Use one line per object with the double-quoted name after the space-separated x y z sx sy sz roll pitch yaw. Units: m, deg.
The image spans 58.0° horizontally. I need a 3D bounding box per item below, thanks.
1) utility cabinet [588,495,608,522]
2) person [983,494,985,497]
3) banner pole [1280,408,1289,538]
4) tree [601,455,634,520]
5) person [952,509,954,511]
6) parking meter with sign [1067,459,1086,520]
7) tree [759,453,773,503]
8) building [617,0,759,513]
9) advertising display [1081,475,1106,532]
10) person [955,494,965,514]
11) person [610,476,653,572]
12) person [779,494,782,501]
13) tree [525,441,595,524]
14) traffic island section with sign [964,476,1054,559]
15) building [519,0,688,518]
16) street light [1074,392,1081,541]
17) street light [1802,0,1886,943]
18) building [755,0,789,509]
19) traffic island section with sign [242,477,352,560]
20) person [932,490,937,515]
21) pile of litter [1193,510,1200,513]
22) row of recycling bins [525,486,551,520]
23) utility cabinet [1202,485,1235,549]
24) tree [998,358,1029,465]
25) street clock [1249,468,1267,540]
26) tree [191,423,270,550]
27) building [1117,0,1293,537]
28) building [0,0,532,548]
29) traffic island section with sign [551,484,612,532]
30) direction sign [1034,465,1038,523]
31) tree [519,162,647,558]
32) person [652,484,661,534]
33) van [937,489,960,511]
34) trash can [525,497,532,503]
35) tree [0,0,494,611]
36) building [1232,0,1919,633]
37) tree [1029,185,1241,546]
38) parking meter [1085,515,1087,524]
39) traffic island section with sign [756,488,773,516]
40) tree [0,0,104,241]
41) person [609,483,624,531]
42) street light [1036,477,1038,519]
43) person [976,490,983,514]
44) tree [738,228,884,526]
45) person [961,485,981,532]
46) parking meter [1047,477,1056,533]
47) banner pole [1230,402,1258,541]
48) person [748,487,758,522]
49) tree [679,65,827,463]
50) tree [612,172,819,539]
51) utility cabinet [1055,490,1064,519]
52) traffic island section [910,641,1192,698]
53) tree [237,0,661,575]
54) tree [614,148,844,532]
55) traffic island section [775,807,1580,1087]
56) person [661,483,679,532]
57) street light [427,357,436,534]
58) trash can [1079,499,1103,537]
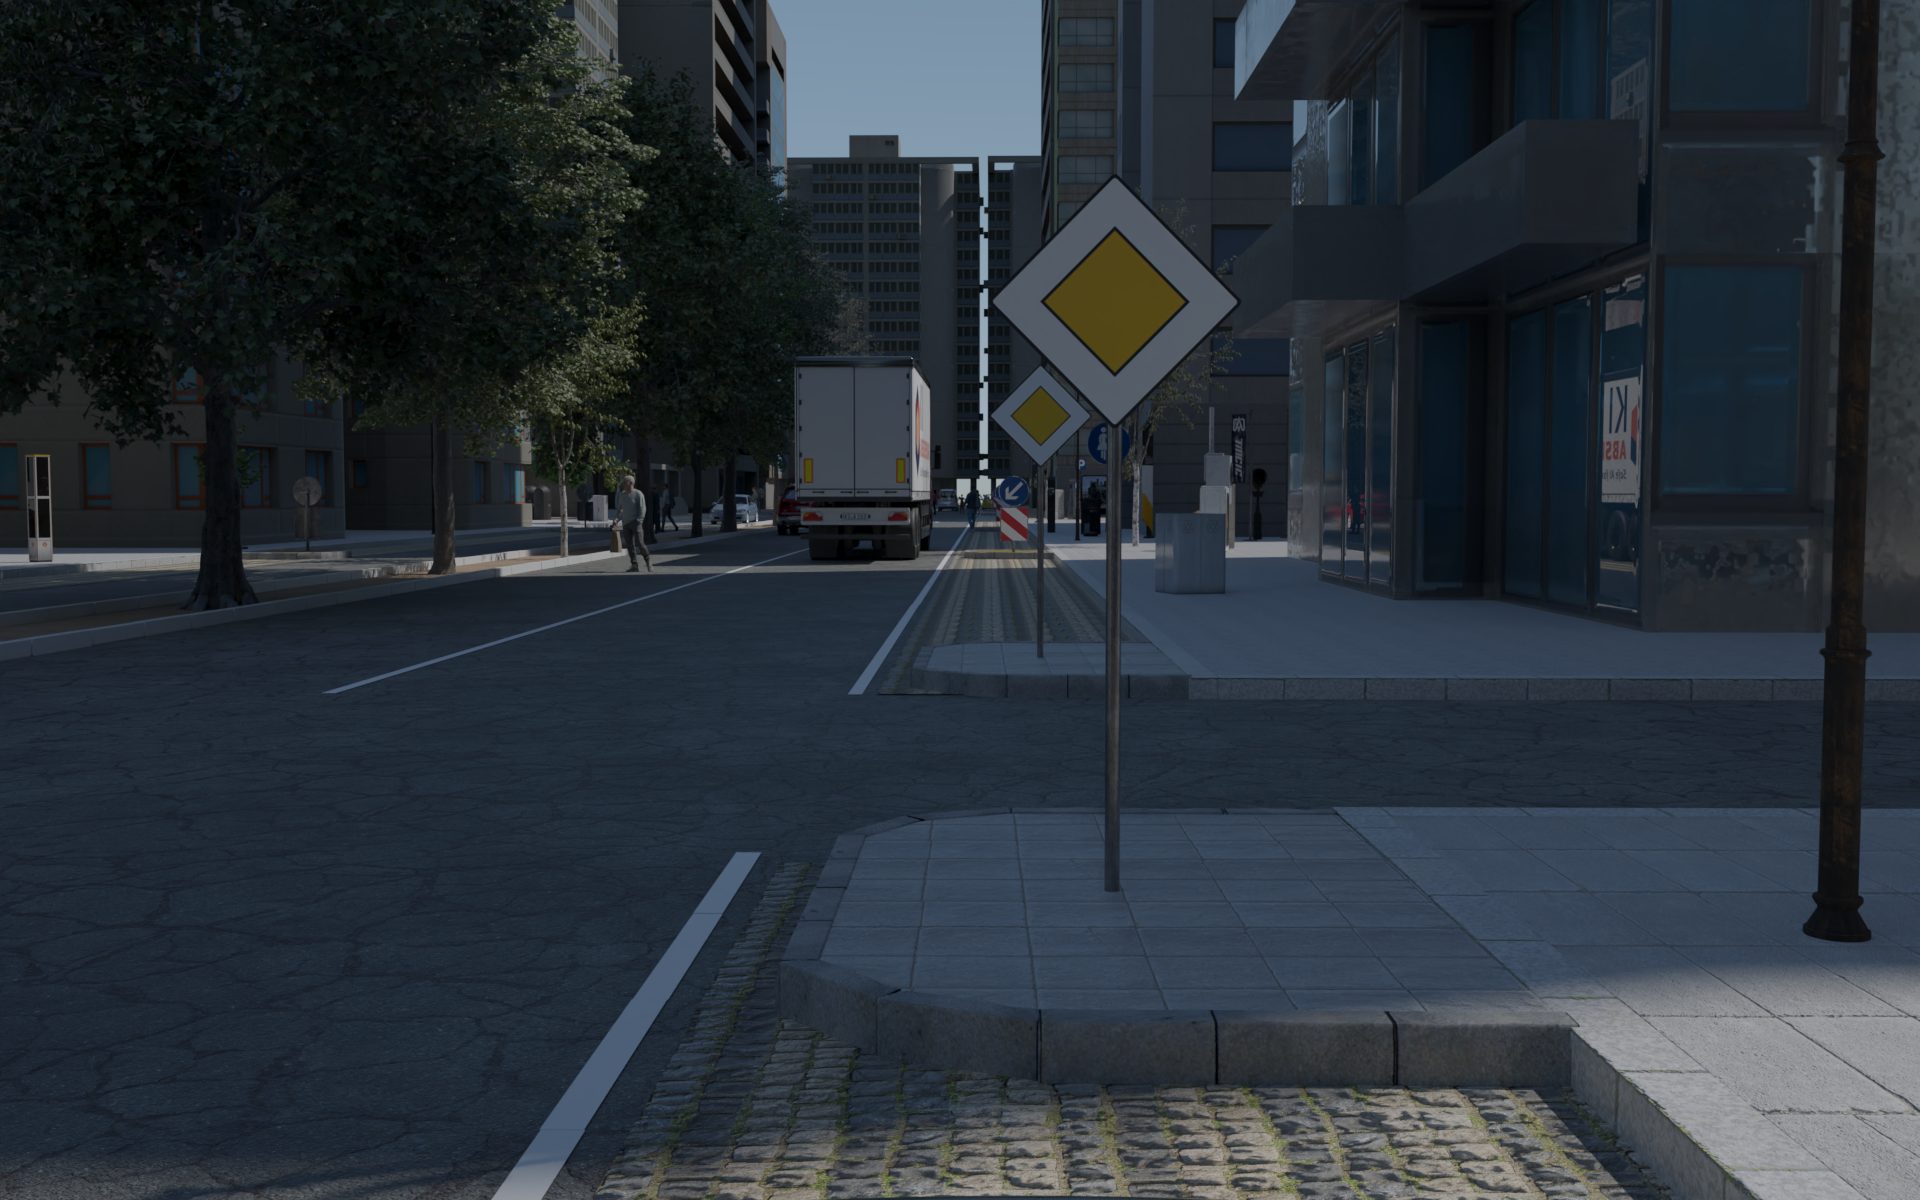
-16.912 -4.264 80.876 1.020 1.237 0.306 2 4 34 "utility cabinet"
2.346 -8.706 154.025 0.799 1.438 0.628 0 4 6 "person"
9.743 -3.684 50.255 0.863 3.779 0.401 1 4 13 "banner pole"
-16.923 -5.556 85.446 1.663 3.219 1.824 0 3 0 "tree"
-0.557 -8.386 148.849 0.421 1.427 0.697 2 4 35 "person"
5.821 -5.564 87.239 0.543 3.016 1.738 -1 4 -14 "parking meter with sign"
-16.451 -11.887 144.708 4.737 8.622 4.395 0 3 0 "tree"
-26.590 -30.600 124.010 21.300 48.544 21.600 0 4 1 "building"
4.556 -3.260 58.522 0.974 1.923 0.123 2 4 30 "advertising display"
0.142 -6.968 125.681 1.065 1.426 0.557 0 4 0 "person"
-6.092 -1.403 31.920 0.782 1.767 0.515 2 4 26 "person"
-11.812 -6.274 114.272 0.628 1.438 0.799 -3 5 -39 "person"
-17.351 -5.647 76.036 4.285 4.588 4.351 0 3 0 "tree"
1.089 -1.842 38.738 1.989 1.847 2.006 0 4 1 "traffic island section with sign"
-33.288 -25.010 100.802 32.217 40.220 23.993 0 4 1 "building"
3.239 -4.573 47.564 0.468 5.910 1.993 0 4 1 "street light"
2.552 -1.962 4.862 0.468 5.910 1.993 0 4 1 "street light"
-23.375 -30.913 155.539 14.200 45.320 14.600 0 4 1 "building"
-14.685 -1.826 38.478 1.989 1.847 2.006 0 4 1 "traffic island section with sign"
-1.826 -6.708 118.853 0.721 1.739 1.217 0 4 5 "person"
6.184 -1.919 45.346 1.719 0.858 1.176 2 4 31 "pile of litter"
-21.554 -4.855 86.486 1.069 1.692 3.534 -3 5 -42 "row of recycling bins"
6.034 -1.952 40.586 0.318 1.500 1.173 -1 4 -18 "utility cabinet"
4.327 -8.615 91.219 4.360 8.622 3.978 0 3 0 "tree"
8.384 -2.703 48.756 0.471 2.002 0.358 -1 4 -17 "street clock"
-17.092 -2.782 40.092 1.663 3.219 1.824 0 3 0 "tree"
16.399 -31.907 63.681 21.231 58.520 28.212 0 4 1 "building"
-31.371 -12.854 55.201 27.650 21.520 28.899 0 4 1 "building"
-14.228 -3.474 65.430 1.989 1.847 2.006 0 4 1 "traffic island section with sign"
3.511 -5.229 77.486 0.379 3.537 0.876 0 4 -3 "direction sign"
-8.692 -5.192 37.713 4.737 8.622 4.395 0 3 0 "tree"
-10.509 -3.095 59.526 0.576 1.772 0.534 2 4 24 "person"
-0.970 -8.369 143.850 2.013 2.044 4.112 0 4 2 "van"
-21.058 -4.408 83.728 0.748 1.137 0.748 0 3 0 "trash can"
-9.184 -6.231 21.343 9.611 12.733 9.660 0 3 0 "tree"
19.263 -24.724 23.841 30.456 49.044 23.786 0 4 1 "building"
4.534 -5.629 42.390 4.360 8.622 3.978 0 3 0 "tree"
5.469 -4.269 75.502 0.399 1.863 0.255 -3 5 -44 "parking meter"
-13.353 -6.544 115.623 1.989 1.847 2.006 0 4 1 "traffic island section with sign"
-9.567 -3.766 14.400 4.360 8.622 3.978 0 3 0 "tree"
-12.783 -3.472 65.142 0.818 1.842 0.514 1 4 9 "person"
3.937 -7.022 87.595 0.468 5.910 1.993 0 4 1 "street light"
1.167 -6.863 121.498 1.217 1.735 0.721 -3 5 -42 "person"
-8.153 -10.014 76.555 12.009 13.543 11.850 0 3 0 "tree"
0.452 -3.413 64.655 0.623 1.781 0.721 -3 5 -41 "person"
3.043 -3.176 57.642 0.255 1.863 0.399 0 4 6 "parking meter"
7.791 -3.520 47.568 0.863 3.779 0.401 3 5 39 "banner pole"
-10.498 -4.812 87.454 0.573 1.790 0.520 0 4 -7 "person"
-8.276 -7.683 45.084 9.611 12.733 9.660 0 3 0 "tree"
-8.318 -7.753 54.970 9.928 11.665 9.643 0 3 0 "tree"
4.786 -4.767 86.625 0.318 1.500 1.173 2 4 35 "utility cabinet"
0.650 0.531 13.603 2.009 0.180 2.903 0 4 1 "traffic island section"
-9.282 -6.745 30.872 7.486 12.596 7.792 0 3 0 "tree"
-8.717 -9.527 64.880 9.857 13.997 8.962 0 3 0 "tree"
0.512 1.019 5.619 2.009 0.180 2.903 0 4 1 "traffic island section"
-10.982 -3.458 65.143 0.850 1.850 0.679 1 4 14 "person"
-16.756 -5.027 54.976 0.468 5.910 1.993 0 4 1 "street light"
3.957 -2.491 52.380 0.748 1.137 0.748 0 3 0 "trash can"
